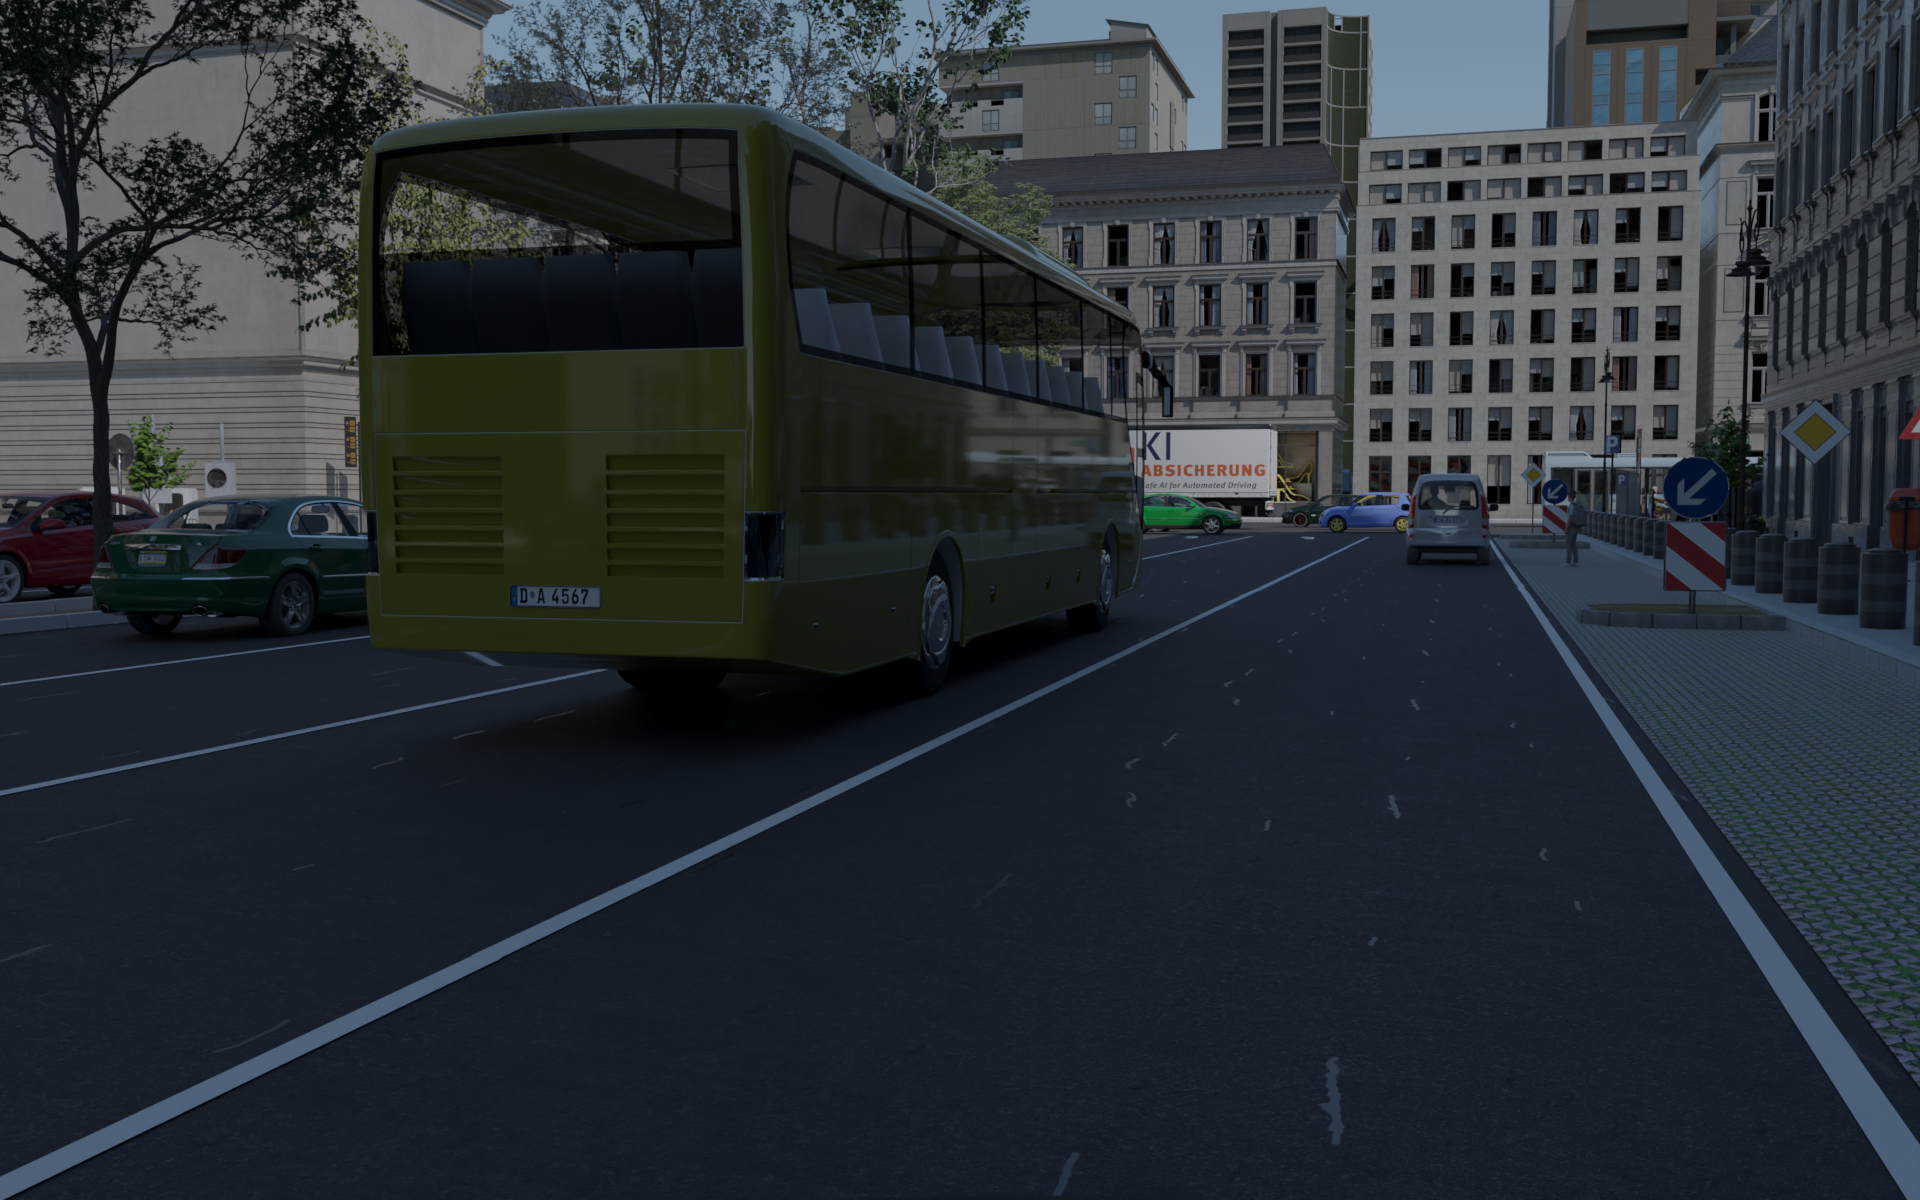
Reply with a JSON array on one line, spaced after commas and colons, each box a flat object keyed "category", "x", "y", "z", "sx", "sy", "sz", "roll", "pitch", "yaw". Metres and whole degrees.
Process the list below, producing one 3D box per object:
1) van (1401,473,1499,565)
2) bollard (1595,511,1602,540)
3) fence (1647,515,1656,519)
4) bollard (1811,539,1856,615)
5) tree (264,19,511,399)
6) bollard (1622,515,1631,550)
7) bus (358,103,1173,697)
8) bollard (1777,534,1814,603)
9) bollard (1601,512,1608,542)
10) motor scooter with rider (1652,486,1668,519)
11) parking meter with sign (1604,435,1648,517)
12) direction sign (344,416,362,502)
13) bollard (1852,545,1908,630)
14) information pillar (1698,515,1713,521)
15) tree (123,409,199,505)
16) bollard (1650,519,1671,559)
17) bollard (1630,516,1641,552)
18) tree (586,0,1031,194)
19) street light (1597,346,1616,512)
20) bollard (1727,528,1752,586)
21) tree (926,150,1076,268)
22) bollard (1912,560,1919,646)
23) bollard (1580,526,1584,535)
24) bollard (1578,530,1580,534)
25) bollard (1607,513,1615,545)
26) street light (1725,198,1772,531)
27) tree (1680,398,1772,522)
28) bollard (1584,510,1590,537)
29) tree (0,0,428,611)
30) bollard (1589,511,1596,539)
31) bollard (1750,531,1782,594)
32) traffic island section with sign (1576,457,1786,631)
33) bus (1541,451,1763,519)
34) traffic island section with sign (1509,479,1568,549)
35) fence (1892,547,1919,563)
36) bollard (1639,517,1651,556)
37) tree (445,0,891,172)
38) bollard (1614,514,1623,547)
[{"category": "van", "x": 10.313, "y": -1.805, "z": 36.521, "sx": 2.013, "sy": 2.044, "sz": 4.112, "roll": 1, "pitch": 4, "yaw": 16}, {"category": "bollard", "x": 17.866, "y": -2.031, "z": 47.927, "sx": 0.404, "sy": 0.777, "sz": 0.398, "roll": 0, "pitch": 3, "yaw": 0}, {"category": "fence", "x": 19.449, "y": -2.039, "z": 48.711, "sx": 0.278, "sy": 0.683, "sz": 2.069, "roll": 1, "pitch": 4, "yaw": 15}, {"category": "bollard", "x": 9.402, "y": -0.233, "z": 18.528, "sx": 0.404, "sy": 0.777, "sz": 0.398, "roll": 0, "pitch": 3, "yaw": 0}, {"category": "tree", "x": -8.227, "y": -4.510, "z": 26.563, "sx": 4.737, "sy": 8.622, "sz": 4.395, "roll": 0, "pitch": 3, "yaw": 0}, {"category": "bollard", "x": 15.611, "y": -1.552, "z": 40.088, "sx": 0.404, "sy": 0.777, "sz": 0.398, "roll": 0, "pitch": 3, "yaw": 0}, {"category": "bus", "x": -0.517, "y": -1.449, "z": 15.242, "sx": 2.896, "sy": 3.916, "sz": 12.252, "roll": 1, "pitch": 4, "yaw": 16}, {"category": "bollard", "x": 9.961, "y": -0.353, "z": 20.484, "sx": 0.404, "sy": 0.777, "sz": 0.398, "roll": 0, "pitch": 3, "yaw": 0}, {"category": "bollard", "x": 17.305, "y": -1.911, "z": 45.968, "sx": 0.404, "sy": 0.777, "sz": 0.398, "roll": 0, "pitch": 3, "yaw": 0}, {"category": "motor scooter with rider", "x": 27.759, "y": -3.645, "z": 68.559, "sx": 1.986, "sy": 1.779, "sz": 0.876, "roll": 1, "pitch": 4, "yaw": 15}, {"category": "parking meter with sign", "x": 20.005, "y": -3.393, "z": 51.738, "sx": 1.738, "sy": 3.016, "sz": 0.543, "roll": -2, "pitch": 4, "yaw": -32}, {"category": "direction sign", "x": -17.611, "y": -3.599, "z": 50.837, "sx": 0.876, "sy": 3.537, "sz": 0.379, "roll": -3, "pitch": 5, "yaw": -44}, {"category": "bollard", "x": 8.838, "y": -0.113, "z": 16.572, "sx": 0.404, "sy": 0.777, "sz": 0.398, "roll": 0, "pitch": 3, "yaw": 0}, {"category": "information pillar", "x": 17.522, "y": -2.213, "z": 40.669, "sx": 0.304, "sy": 2.012, "sz": 0.304, "roll": 2, "pitch": 4, "yaw": 27}, {"category": "tree", "x": -18.092, "y": -2.682, "z": 38.453, "sx": 1.663, "sy": 3.219, "sz": 1.824, "roll": 0, "pitch": 3, "yaw": 0}, {"category": "bollard", "x": 13.920, "y": -1.193, "z": 34.219, "sx": 0.404, "sy": 0.777, "sz": 0.398, "roll": 0, "pitch": 3, "yaw": 0}, {"category": "bollard", "x": 15.047, "y": -1.432, "z": 38.133, "sx": 0.404, "sy": 0.777, "sz": 0.398, "roll": 0, "pitch": 3, "yaw": 0}, {"category": "tree", "x": -3.510, "y": -11.569, "z": 47.492, "sx": 12.611, "sy": 20.169, "sz": 13.585, "roll": 0, "pitch": 3, "yaw": 0}, {"category": "street light", "x": 20.187, "y": -4.979, "z": 54.187, "sx": 0.468, "sy": 5.910, "sz": 1.993, "roll": 1, "pitch": 4, "yaw": 16}, {"category": "bollard", "x": 11.090, "y": -0.593, "z": 24.407, "sx": 0.404, "sy": 0.777, "sz": 0.398, "roll": 0, "pitch": 3, "yaw": 0}, {"category": "tree", "x": 0.399, "y": -8.352, "z": 57.142, "sx": 7.486, "sy": 12.596, "sz": 7.792, "roll": 0, "pitch": 3, "yaw": 0}, {"category": "bollard", "x": 8.279, "y": 0.006, "z": 14.615, "sx": 0.404, "sy": 0.777, "sz": 0.398, "roll": 0, "pitch": 3, "yaw": 0}, {"category": "bollard", "x": 19.563, "y": -2.392, "z": 53.820, "sx": 0.404, "sy": 0.777, "sz": 0.398, "roll": 0, "pitch": 3, "yaw": 0}, {"category": "bollard", "x": 20.131, "y": -2.512, "z": 55.795, "sx": 0.404, "sy": 0.777, "sz": 0.398, "roll": 0, "pitch": 3, "yaw": 0}, {"category": "bollard", "x": 16.740, "y": -1.792, "z": 44.013, "sx": 0.404, "sy": 0.777, "sz": 0.398, "roll": 0, "pitch": 3, "yaw": 0}, {"category": "street light", "x": 12.406, "y": -3.338, "z": 27.370, "sx": 0.468, "sy": 5.910, "sz": 1.993, "roll": 1, "pitch": 4, "yaw": 16}, {"category": "tree", "x": 15.468, "y": -2.452, "z": 34.698, "sx": 1.663, "sy": 3.219, "sz": 1.824, "roll": 0, "pitch": 3, "yaw": 0}, {"category": "bollard", "x": 19.001, "y": -2.272, "z": 51.862, "sx": 0.404, "sy": 0.777, "sz": 0.398, "roll": 0, "pitch": 3, "yaw": 0}, {"category": "tree", "x": -10.003, "y": -5.115, "z": 20.502, "sx": 8.767, "sy": 10.594, "sz": 7.601, "roll": 1, "pitch": 4, "yaw": 16}, {"category": "bollard", "x": 18.435, "y": -2.152, "z": 49.899, "sx": 0.404, "sy": 0.777, "sz": 0.398, "roll": 0, "pitch": 3, "yaw": 0}, {"category": "bollard", "x": 10.530, "y": -0.473, "z": 22.443, "sx": 0.404, "sy": 0.777, "sz": 0.398, "roll": 0, "pitch": 3, "yaw": 0}, {"category": "traffic island section with sign", "x": 7.919, "y": -0.645, "z": 19.175, "sx": 1.989, "sy": 1.847, "sz": 2.006, "roll": 1, "pitch": 4, "yaw": 16}, {"category": "bus", "x": 31.733, "y": -4.811, "z": 73.514, "sx": 13.247, "sy": 3.499, "sz": 2.948, "roll": 1, "pitch": 4, "yaw": 16}, {"category": "traffic island section with sign", "x": 15.641, "y": -2.286, "z": 45.999, "sx": 1.989, "sy": 1.847, "sz": 2.006, "roll": 1, "pitch": 4, "yaw": 16}, {"category": "fence", "x": 17.392, "y": -1.154, "z": 30.073, "sx": 2.264, "sy": 1.192, "sz": 0.480, "roll": 2, "pitch": 4, "yaw": 31}, {"category": "bollard", "x": 14.481, "y": -1.312, "z": 36.176, "sx": 0.404, "sy": 0.777, "sz": 0.398, "roll": 0, "pitch": 3, "yaw": 0}, {"category": "tree", "x": -6.056, "y": -7.467, "z": 34.906, "sx": 12.009, "sy": 13.543, "sz": 11.850, "roll": 0, "pitch": 3, "yaw": 0}, {"category": "bollard", "x": 16.172, "y": -1.671, "z": 42.046, "sx": 0.404, "sy": 0.777, "sz": 0.398, "roll": 0, "pitch": 3, "yaw": 0}]
